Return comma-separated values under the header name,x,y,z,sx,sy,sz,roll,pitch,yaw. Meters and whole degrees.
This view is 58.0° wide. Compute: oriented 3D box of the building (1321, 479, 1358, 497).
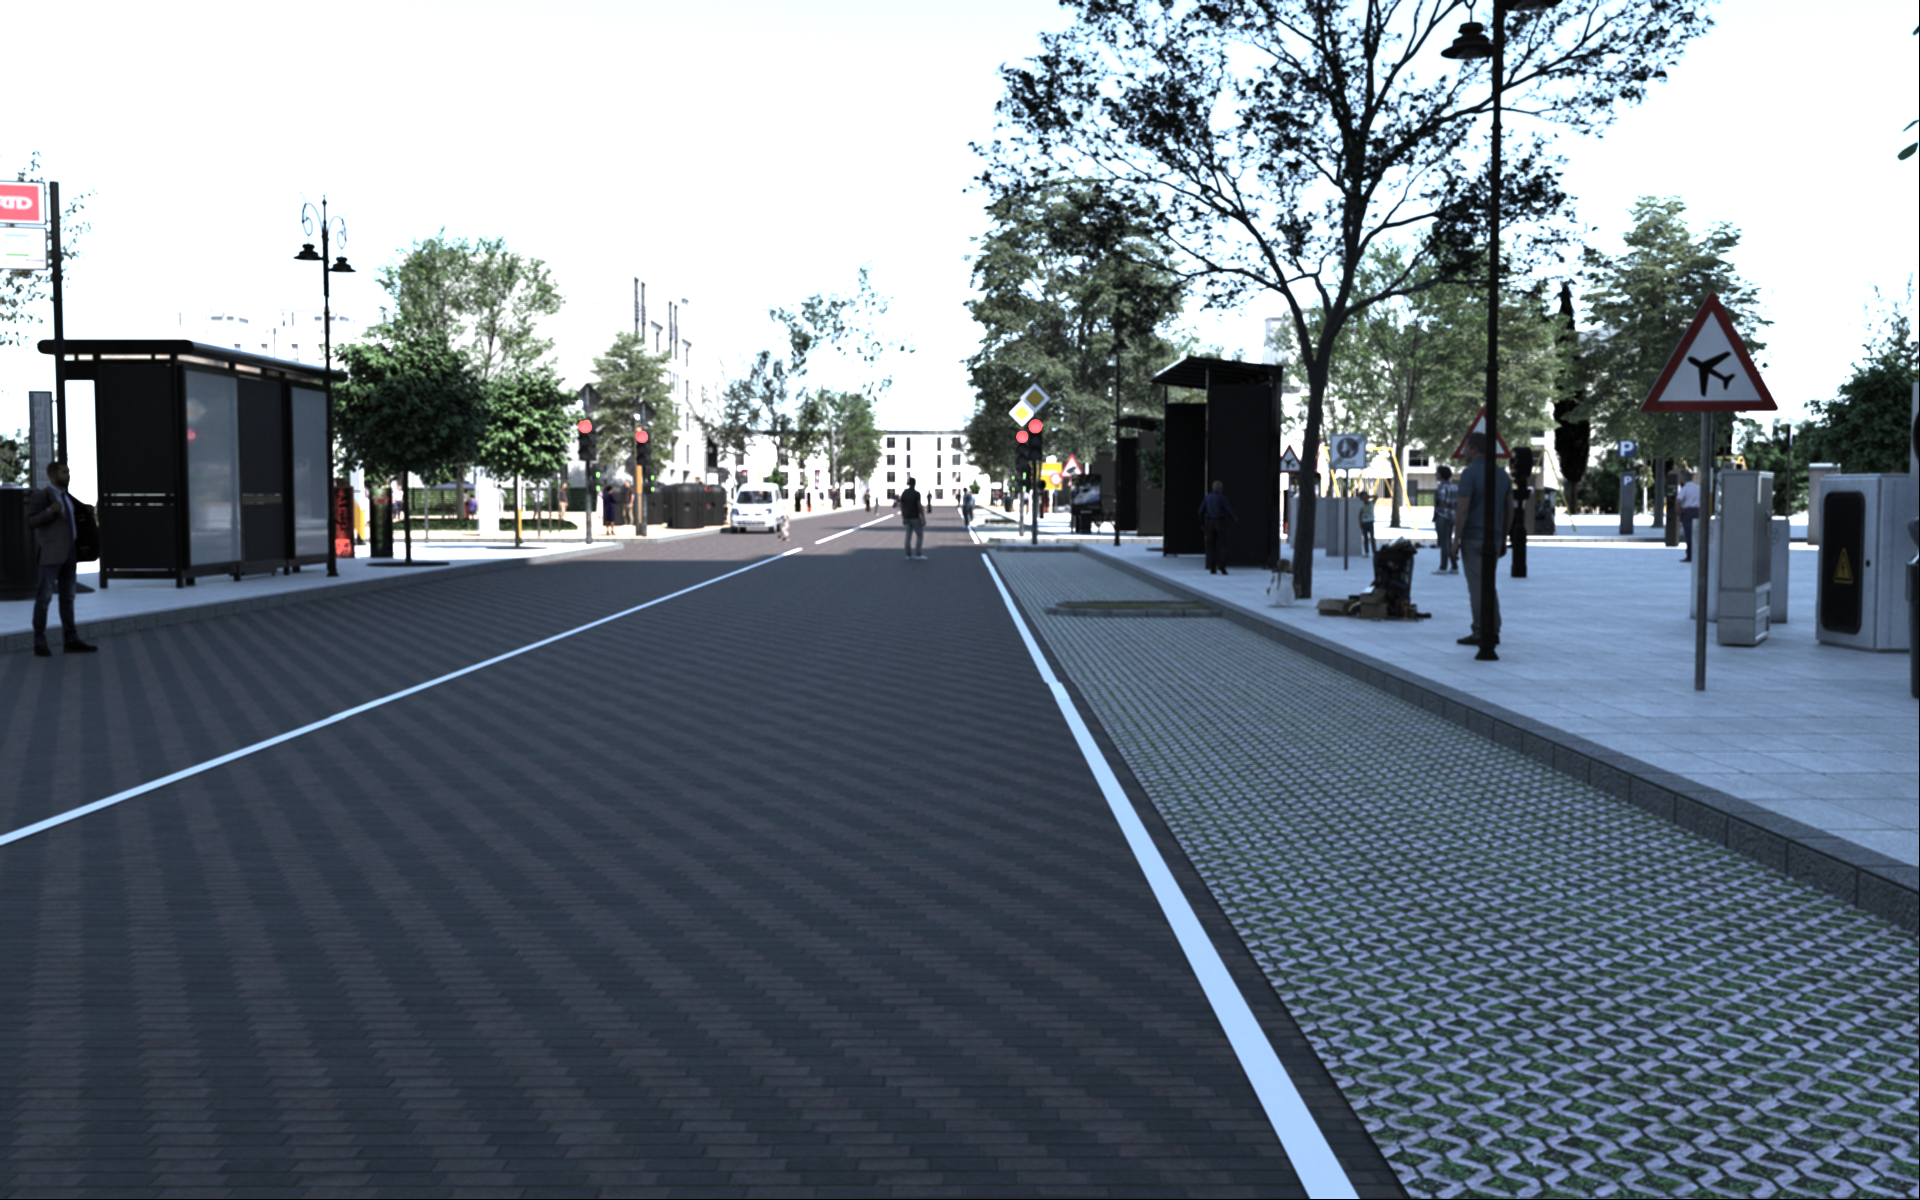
name,x,y,z,sx,sy,sz,roll,pitch,yaw
building,41.751,-17.592,229.768,28.070,9.664,9.099,0,4,0

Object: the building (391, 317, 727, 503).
name,x,y,z,sx,sy,sz,roll,pitch,yaw
building,-41.286,-19.262,181.385,31.486,18.905,16.747,0,4,0

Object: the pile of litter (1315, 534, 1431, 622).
name,x,y,z,sx,sy,sz,roll,pitch,yaw
pile of litter,4.330,-0.259,18.197,1.176,0.858,1.719,1,4,9

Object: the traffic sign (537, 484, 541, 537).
name,x,y,z,sx,sy,sz,roll,pitch,yaw
traffic sign,-12.450,-3.122,51.154,0.768,2.556,0.104,0,4,2

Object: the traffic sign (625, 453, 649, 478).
name,x,y,z,sx,sy,sz,roll,pitch,yaw
traffic sign,-10.068,-3.298,54.024,0.768,2.556,0.104,0,4,3

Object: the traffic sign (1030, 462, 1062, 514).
name,x,y,z,sx,sy,sz,roll,pitch,yaw
traffic sign,5.431,-7.166,111.038,2.265,3.308,0.079,0,4,8

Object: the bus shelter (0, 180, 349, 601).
name,x,y,z,sx,sy,sz,roll,pitch,yaw
bus shelter,-11.393,-2.889,24.875,2.179,5.291,8.768,0,4,0

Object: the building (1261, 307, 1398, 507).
name,x,y,z,sx,sy,sz,roll,pitch,yaw
building,38.383,-19.894,181.688,11.380,20.091,16.016,0,4,0

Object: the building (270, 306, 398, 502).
name,x,y,z,sx,sy,sz,roll,pitch,yaw
building,-62.716,-19.840,180.809,11.380,20.091,16.016,0,4,0

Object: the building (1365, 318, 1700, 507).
name,x,y,z,sx,sy,sz,roll,pitch,yaw
building,60.166,-19.276,181.622,31.486,18.905,16.747,0,4,0

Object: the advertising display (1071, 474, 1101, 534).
name,x,y,z,sx,sy,sz,roll,pitch,yaw
advertising display,4.034,-3.077,55.529,0.974,1.923,0.123,0,4,-3

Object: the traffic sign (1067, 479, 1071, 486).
name,x,y,z,sx,sy,sz,roll,pitch,yaw
traffic sign,7.317,-6.815,111.424,0.884,2.594,0.081,0,4,8

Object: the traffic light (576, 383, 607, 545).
name,x,y,z,sx,sy,sz,roll,pitch,yaw
traffic light,-9.369,-3.351,43.702,0.839,4.253,0.868,0,4,0

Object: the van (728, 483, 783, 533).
name,x,y,z,sx,sy,sz,roll,pitch,yaw
van,-7.539,-3.507,64.357,2.013,2.044,4.112,0,4,-1

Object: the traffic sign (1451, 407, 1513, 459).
name,x,y,z,sx,sy,sz,roll,pitch,yaw
traffic sign,7.820,-1.590,25.999,0.884,2.594,0.081,1,4,9

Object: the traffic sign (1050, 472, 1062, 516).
name,x,y,z,sx,sy,sz,roll,pitch,yaw
traffic sign,5.659,-6.237,102.087,0.768,2.556,0.104,1,4,9

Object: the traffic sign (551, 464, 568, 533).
name,x,y,z,sx,sy,sz,roll,pitch,yaw
traffic sign,-13.086,-3.328,56.537,0.606,2.300,0.079,0,4,5

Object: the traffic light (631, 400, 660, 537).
name,x,y,z,sx,sy,sz,roll,pitch,yaw
traffic light,-9.411,-3.839,51.687,0.839,4.253,0.868,0,4,0

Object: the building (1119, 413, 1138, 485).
name,x,y,z,sx,sy,sz,roll,pitch,yaw
building,21.670,-14.286,175.717,9.099,9.664,28.070,0,4,0

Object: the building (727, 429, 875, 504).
name,x,y,z,sx,sy,sz,roll,pitch,yaw
building,-25.835,-17.529,228.744,28.070,9.664,9.099,0,4,0

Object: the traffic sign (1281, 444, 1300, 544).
name,x,y,z,sx,sy,sz,roll,pitch,yaw
traffic sign,8.483,-2.733,44.687,0.884,2.594,0.081,0,4,1

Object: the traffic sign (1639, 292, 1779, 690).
name,x,y,z,sx,sy,sz,roll,pitch,yaw
traffic sign,4.844,-0.689,11.263,0.884,2.594,0.081,0,4,2

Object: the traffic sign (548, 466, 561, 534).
name,x,y,z,sx,sy,sz,roll,pitch,yaw
traffic sign,-13.194,-3.401,55.719,0.768,2.556,0.104,0,4,7

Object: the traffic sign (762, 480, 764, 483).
name,x,y,z,sx,sy,sz,roll,pitch,yaw
traffic sign,-13.922,-7.599,124.239,0.884,2.594,0.081,0,4,0

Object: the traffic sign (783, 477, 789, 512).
name,x,y,z,sx,sy,sz,roll,pitch,yaw
traffic sign,-12.598,-7.567,123.826,0.768,2.556,0.104,0,4,4

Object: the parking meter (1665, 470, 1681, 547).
name,x,y,z,sx,sy,sz,roll,pitch,yaw
parking meter,17.277,-2.217,41.964,0.255,1.863,0.399,3,4,37

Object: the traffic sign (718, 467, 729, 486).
name,x,y,z,sx,sy,sz,roll,pitch,yaw
traffic sign,-11.138,-4.929,80.690,0.768,2.556,0.104,1,4,9

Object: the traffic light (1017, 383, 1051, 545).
name,x,y,z,sx,sy,sz,roll,pitch,yaw
traffic light,1.872,-3.355,43.776,0.839,4.253,0.868,0,4,0

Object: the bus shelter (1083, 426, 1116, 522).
name,x,y,z,sx,sy,sz,roll,pitch,yaw
bus shelter,6.311,-6.125,77.768,2.179,5.291,8.768,0,4,0

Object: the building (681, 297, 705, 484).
name,x,y,z,sx,sy,sz,roll,pitch,yaw
building,-32.759,-18.815,164.046,16.016,20.091,11.380,0,4,0

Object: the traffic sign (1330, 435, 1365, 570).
name,x,y,z,sx,sy,sz,roll,pitch,yaw
traffic sign,6.547,-1.662,29.311,0.606,2.300,0.079,0,4,7

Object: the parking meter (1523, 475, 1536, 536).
name,x,y,z,sx,sy,sz,roll,pitch,yaw
parking meter,17.265,-2.873,52.686,0.399,1.863,0.255,-1,4,-13

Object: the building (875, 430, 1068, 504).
name,x,y,z,sx,sy,sz,roll,pitch,yaw
building,2.225,-17.642,230.592,28.070,9.664,9.099,0,4,0

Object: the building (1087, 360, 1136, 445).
name,x,y,z,sx,sy,sz,roll,pitch,yaw
building,22.010,-23.001,232.491,11.380,20.091,16.016,0,4,0

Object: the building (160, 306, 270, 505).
name,x,y,z,sx,sy,sz,roll,pitch,yaw
building,-74.095,-19.826,180.569,11.380,20.091,16.016,0,4,0

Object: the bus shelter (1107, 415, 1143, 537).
name,x,y,z,sx,sy,sz,roll,pitch,yaw
bus shelter,5.737,-3.854,54.295,1.731,3.624,6.357,0,4,0

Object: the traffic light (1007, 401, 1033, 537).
name,x,y,z,sx,sy,sz,roll,pitch,yaw
traffic light,1.830,-3.843,51.761,0.839,4.253,0.868,0,4,0

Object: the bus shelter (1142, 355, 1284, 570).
name,x,y,z,sx,sy,sz,roll,pitch,yaw
bus shelter,4.685,-2.520,32.481,1.731,3.624,6.357,0,4,0

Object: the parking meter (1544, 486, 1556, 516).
name,x,y,z,sx,sy,sz,roll,pitch,yaw
parking meter,19.199,-2.935,56.398,0.372,1.533,0.369,0,3,0

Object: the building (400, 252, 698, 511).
name,x,y,z,sx,sy,sz,roll,pitch,yaw
building,-32.584,-16.895,142.691,16.747,18.905,31.486,0,4,0

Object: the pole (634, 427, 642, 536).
name,x,y,z,sx,sy,sz,roll,pitch,yaw
pole,-9.821,-3.611,52.885,0.158,3.312,0.155,0,3,0

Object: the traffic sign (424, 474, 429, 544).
name,x,y,z,sx,sy,sz,roll,pitch,yaw
traffic sign,-13.711,-2.714,44.475,0.768,2.556,0.104,0,4,1

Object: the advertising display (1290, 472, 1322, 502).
name,x,y,z,sx,sy,sz,roll,pitch,yaw
advertising display,10.160,-2.806,51.096,0.974,1.923,0.123,2,4,24

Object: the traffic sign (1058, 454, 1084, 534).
name,x,y,z,sx,sy,sz,roll,pitch,yaw
traffic sign,3.619,-3.425,55.995,0.884,2.594,0.081,0,4,6

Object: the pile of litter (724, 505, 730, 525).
name,x,y,z,sx,sy,sz,roll,pitch,yaw
pile of litter,-10.077,-3.550,72.014,1.176,0.858,1.719,-1,4,-11

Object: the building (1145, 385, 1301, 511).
name,x,y,z,sx,sy,sz,roll,pitch,yaw
building,21.685,-12.572,147.699,9.099,9.664,28.070,0,4,0

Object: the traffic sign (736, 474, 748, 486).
name,x,y,z,sx,sy,sz,roll,pitch,yaw
traffic sign,-14.115,-6.858,112.235,0.768,2.556,0.104,0,4,8
